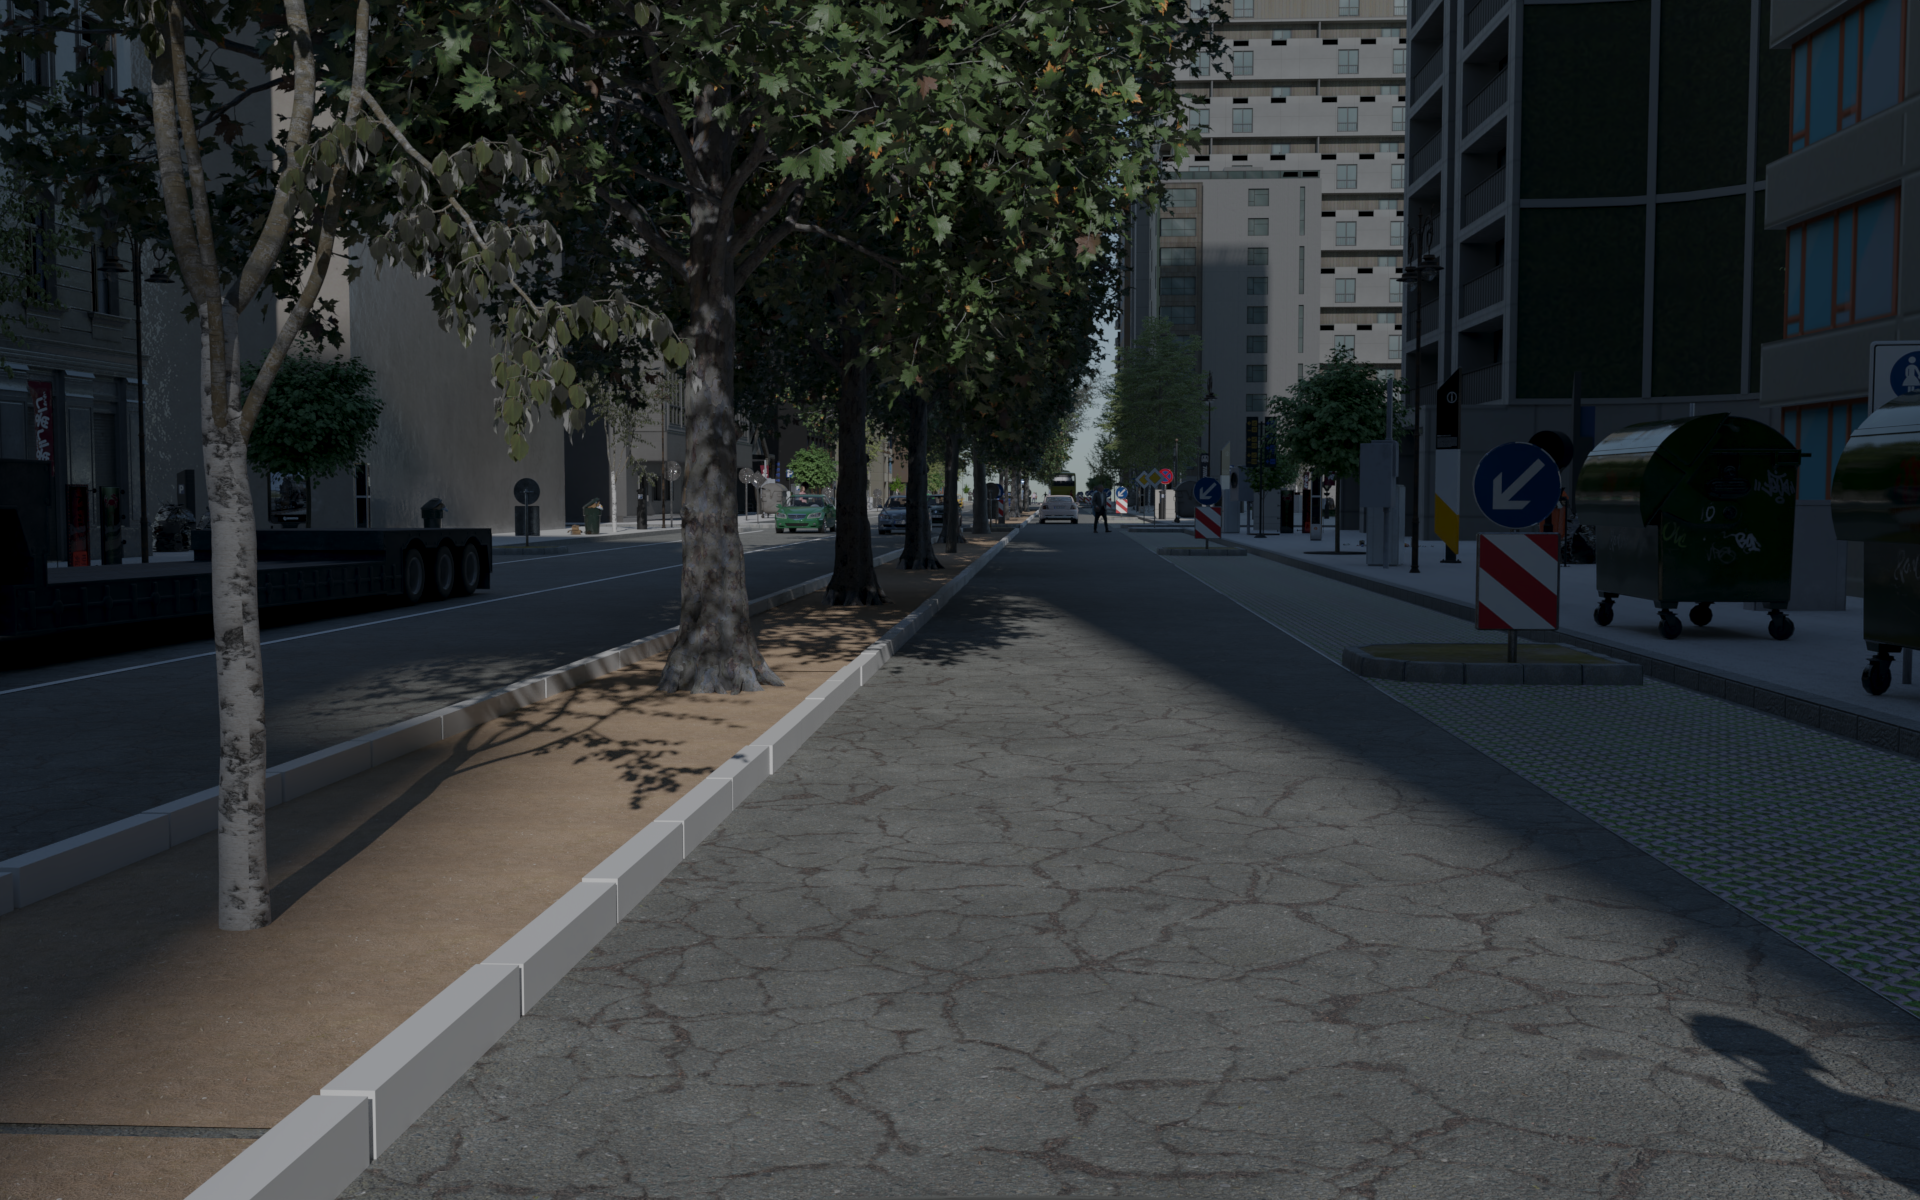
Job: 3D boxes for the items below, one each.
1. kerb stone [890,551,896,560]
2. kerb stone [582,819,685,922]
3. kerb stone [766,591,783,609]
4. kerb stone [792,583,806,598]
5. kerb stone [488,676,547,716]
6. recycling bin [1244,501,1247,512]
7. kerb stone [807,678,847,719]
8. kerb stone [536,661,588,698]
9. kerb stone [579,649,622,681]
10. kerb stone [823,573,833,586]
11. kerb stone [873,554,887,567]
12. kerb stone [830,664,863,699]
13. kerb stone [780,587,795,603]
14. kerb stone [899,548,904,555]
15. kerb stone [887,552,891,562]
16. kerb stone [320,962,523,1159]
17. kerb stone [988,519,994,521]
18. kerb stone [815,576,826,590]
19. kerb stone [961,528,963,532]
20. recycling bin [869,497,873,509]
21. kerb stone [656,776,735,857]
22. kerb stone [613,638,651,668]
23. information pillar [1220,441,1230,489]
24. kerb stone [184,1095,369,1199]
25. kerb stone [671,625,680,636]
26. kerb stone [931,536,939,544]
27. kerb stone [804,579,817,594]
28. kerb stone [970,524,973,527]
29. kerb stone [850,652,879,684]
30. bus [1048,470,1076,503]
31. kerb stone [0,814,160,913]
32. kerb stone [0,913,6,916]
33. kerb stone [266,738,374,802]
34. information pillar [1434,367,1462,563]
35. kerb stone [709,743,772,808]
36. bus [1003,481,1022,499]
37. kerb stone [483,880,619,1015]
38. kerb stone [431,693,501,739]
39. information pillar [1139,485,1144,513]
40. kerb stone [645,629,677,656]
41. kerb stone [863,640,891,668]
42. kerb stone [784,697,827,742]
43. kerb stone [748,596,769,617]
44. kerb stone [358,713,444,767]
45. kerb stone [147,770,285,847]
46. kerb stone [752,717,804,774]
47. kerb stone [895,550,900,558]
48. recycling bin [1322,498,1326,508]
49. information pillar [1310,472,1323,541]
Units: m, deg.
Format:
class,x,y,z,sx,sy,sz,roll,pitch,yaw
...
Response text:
class,x,y,z,sx,sy,sz,roll,pitch,yaw
kerb stone,-1.532,-0.915,37.152,0.120,0.150,1.000,0,4,3
kerb stone,-1.174,0.973,6.281,0.120,0.150,1.000,0,4,3
kerb stone,-2.400,0.024,21.804,0.120,0.150,1.000,0,4,3
kerb stone,-2.287,-0.101,23.850,0.120,0.150,1.000,0,4,3
kerb stone,-2.979,0.654,11.563,0.120,0.150,1.000,0,4,3
recycling bin,20.155,-6.849,124.538,0.722,1.027,0.722,-1,4,-16
kerb stone,-0.884,0.661,11.394,0.120,0.150,1.000,0,4,3
kerb stone,-2.917,0.588,12.583,0.120,0.150,1.000,0,4,3
kerb stone,-2.862,0.525,13.604,0.120,0.150,1.000,0,4,3
kerb stone,-2.120,-0.287,26.913,0.120,0.150,1.000,0,4,3
kerb stone,-1.641,-0.790,35.106,0.120,0.150,1.000,0,4,3
kerb stone,-0.829,0.598,12.419,0.120,0.150,1.000,0,4,3
kerb stone,-2.343,-0.039,22.828,0.120,0.150,1.000,0,4,3
kerb stone,-1.422,-1.040,39.203,0.120,0.150,1.000,0,4,3
kerb stone,-1.592,-0.852,36.127,0.120,0.150,1.000,0,4,3
kerb stone,-1.289,1.099,4.228,0.120,0.150,1.000,0,4,3
kerb stone,1.793,-4.514,95.999,0.120,0.150,1.000,0,4,3
kerb stone,-2.171,-0.226,25.892,0.120,0.150,1.000,0,4,3
kerb stone,0.033,-2.604,64.808,0.120,0.150,1.000,0,4,3
recycling bin,-7.844,-8.170,146.131,0.722,1.027,0.722,-3,4,-36
kerb stone,-1.115,0.911,7.305,0.120,0.150,1.000,0,4,3
kerb stone,-2.804,0.463,14.625,0.120,0.150,1.000,0,4,3
information pillar,11.779,-5.234,76.923,0.504,3.616,0.183,-2,4,-32
kerb stone,-1.348,1.162,3.197,0.120,0.150,1.000,0,4,3
kerb stone,-2.692,0.338,16.676,0.120,0.150,1.000,0,4,3
kerb stone,-0.727,-1.792,51.499,0.120,0.150,1.000,0,4,3
kerb stone,-2.223,-0.164,24.870,0.120,0.150,1.000,0,4,3
kerb stone,0.640,-3.262,75.544,0.120,0.150,1.000,0,4,3
kerb stone,-0.764,0.541,13.440,0.120,0.150,1.000,0,4,3
bus,10.369,-11.323,176.677,2.896,3.916,12.252,0,4,2
kerb stone,-3.260,0.963,6.451,0.120,0.150,1.000,0,4,3
kerb stone,-3.322,1.035,5.420,0.120,0.150,1.000,0,4,3
kerb stone,-3.148,0.838,8.499,0.120,0.150,1.000,0,4,3
information pillar,9.070,-2.495,32.155,0.183,3.616,0.504,-3,5,-42
kerb stone,-1.059,0.848,8.333,0.120,0.150,1.000,0,4,3
bus,6.201,-13.363,213.336,2.948,3.499,13.247,0,4,3
kerb stone,-1.230,1.043,5.260,0.120,0.150,1.000,0,4,3
kerb stone,-3.028,0.714,10.542,0.120,0.150,1.000,0,4,3
information pillar,12.079,-6.775,115.260,0.304,2.012,0.304,-1,4,-14
kerb stone,-2.750,0.400,15.648,0.120,0.150,1.000,0,4,3
kerb stone,-0.709,0.473,14.465,0.120,0.150,1.000,0,4,3
kerb stone,-0.938,0.728,10.374,0.120,0.150,1.000,0,4,3
kerb stone,-2.460,0.086,20.783,0.120,0.150,1.000,0,4,3
kerb stone,-3.090,0.776,9.521,0.120,0.150,1.000,0,4,3
kerb stone,-3.211,0.900,7.479,0.120,0.150,1.000,0,4,3
kerb stone,-0.990,0.787,9.353,0.120,0.150,1.000,0,4,3
kerb stone,-1.480,-0.978,38.178,0.120,0.150,1.000,0,4,3
recycling bin,22.065,-5.716,106.009,0.722,1.027,0.722,0,4,1
information pillar,9.818,-2.642,47.693,0.304,2.012,0.304,1,4,17
